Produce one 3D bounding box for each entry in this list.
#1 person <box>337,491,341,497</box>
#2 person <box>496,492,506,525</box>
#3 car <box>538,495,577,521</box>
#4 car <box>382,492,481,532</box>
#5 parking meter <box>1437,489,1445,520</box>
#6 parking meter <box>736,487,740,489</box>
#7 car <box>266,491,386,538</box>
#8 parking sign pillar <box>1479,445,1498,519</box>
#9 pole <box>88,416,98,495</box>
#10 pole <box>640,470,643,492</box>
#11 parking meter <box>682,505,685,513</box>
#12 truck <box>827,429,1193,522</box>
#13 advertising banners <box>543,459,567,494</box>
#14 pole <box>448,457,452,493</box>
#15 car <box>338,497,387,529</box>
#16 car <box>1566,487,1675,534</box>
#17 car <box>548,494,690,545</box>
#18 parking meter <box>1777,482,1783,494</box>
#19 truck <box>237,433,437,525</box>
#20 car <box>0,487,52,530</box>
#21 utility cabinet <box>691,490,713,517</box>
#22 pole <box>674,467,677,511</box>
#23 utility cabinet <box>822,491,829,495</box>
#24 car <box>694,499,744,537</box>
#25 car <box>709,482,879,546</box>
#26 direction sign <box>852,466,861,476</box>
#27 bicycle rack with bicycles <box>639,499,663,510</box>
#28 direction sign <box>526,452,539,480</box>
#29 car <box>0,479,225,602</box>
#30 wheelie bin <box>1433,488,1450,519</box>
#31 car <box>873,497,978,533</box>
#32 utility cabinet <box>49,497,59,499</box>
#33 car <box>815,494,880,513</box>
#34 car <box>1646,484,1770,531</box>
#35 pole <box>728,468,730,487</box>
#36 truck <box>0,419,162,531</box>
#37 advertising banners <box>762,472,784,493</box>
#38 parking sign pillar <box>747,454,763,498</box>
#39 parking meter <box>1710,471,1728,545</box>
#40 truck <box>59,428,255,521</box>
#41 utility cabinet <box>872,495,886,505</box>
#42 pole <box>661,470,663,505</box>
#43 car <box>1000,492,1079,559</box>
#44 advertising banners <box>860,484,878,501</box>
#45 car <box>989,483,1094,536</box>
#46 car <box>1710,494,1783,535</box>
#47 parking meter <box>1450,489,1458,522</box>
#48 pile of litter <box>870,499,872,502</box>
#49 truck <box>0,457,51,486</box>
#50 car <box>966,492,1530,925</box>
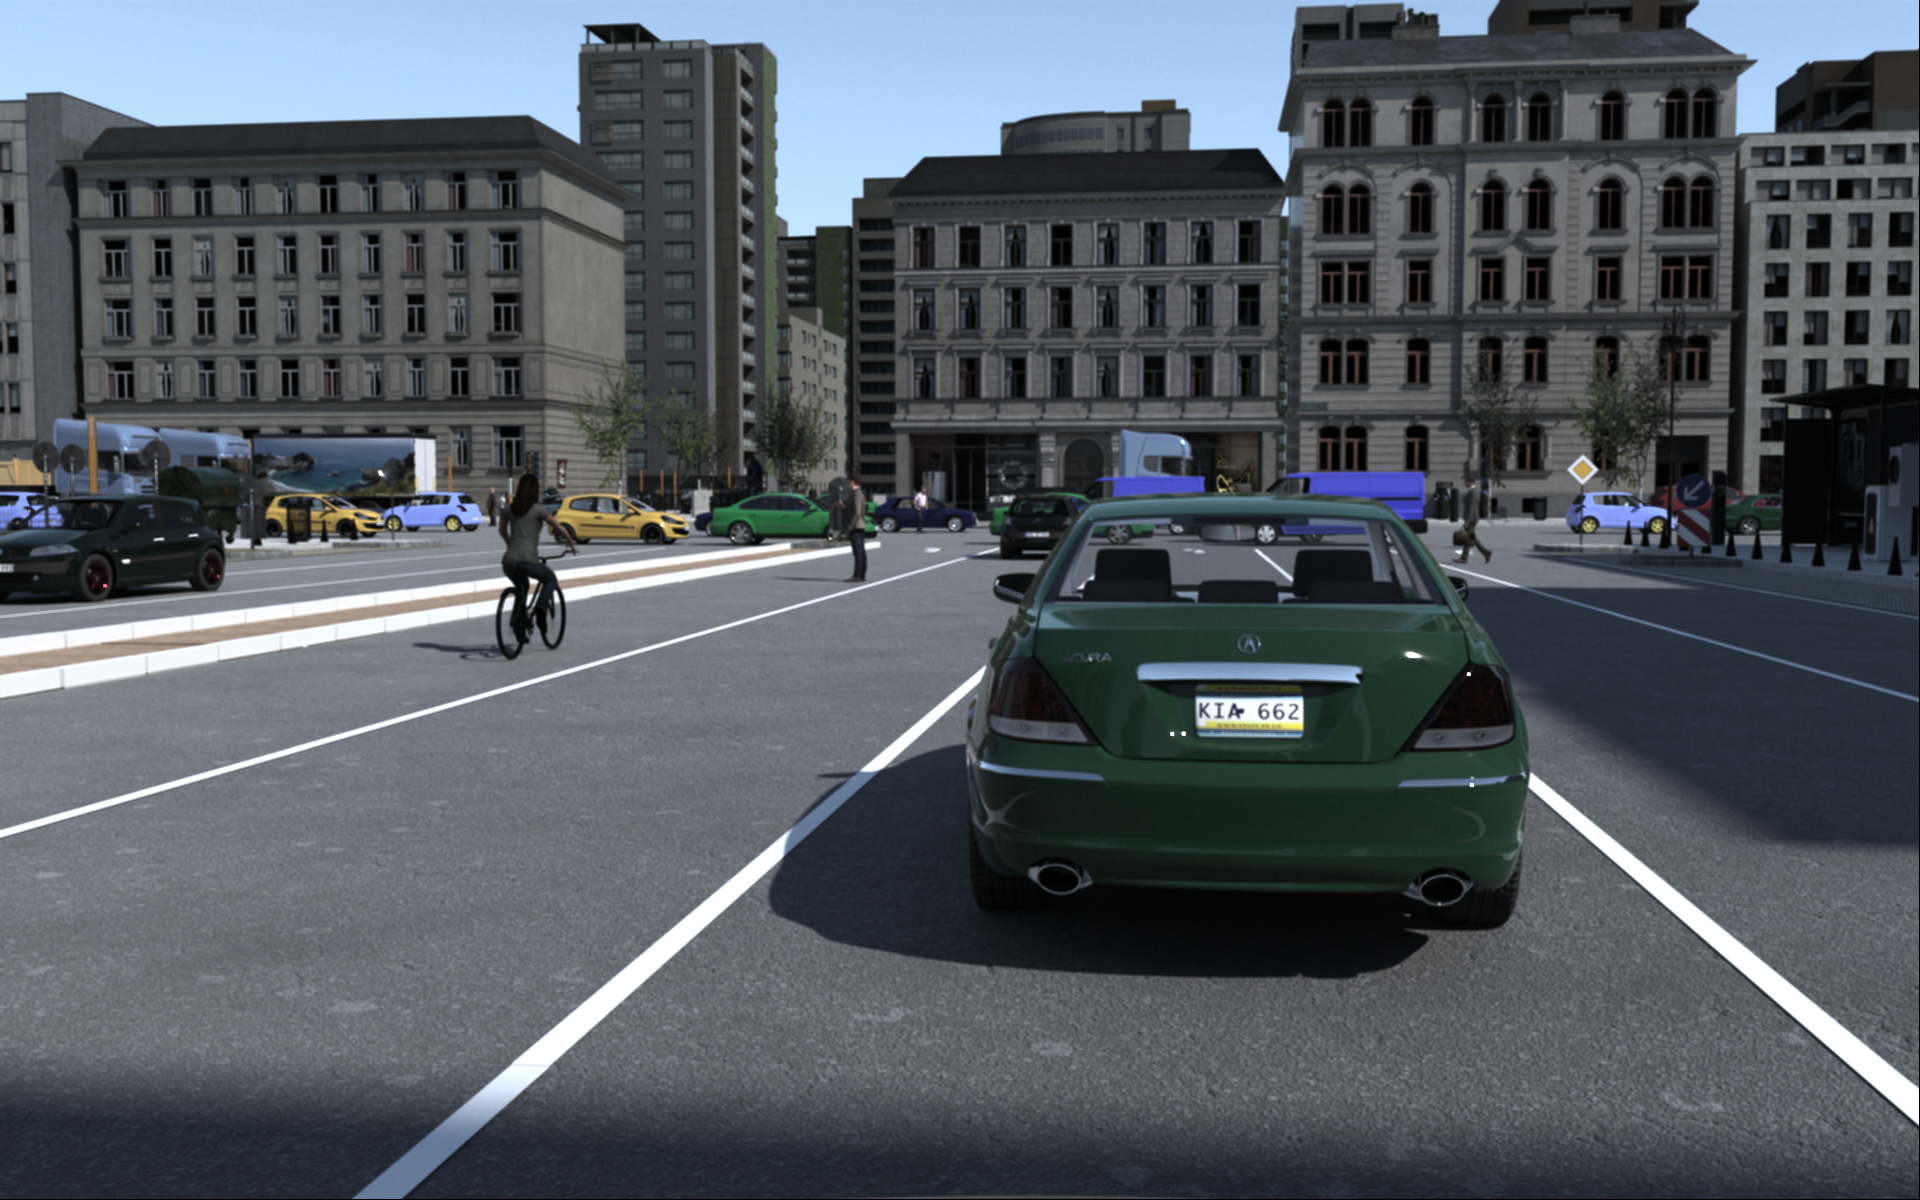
[{"bbox_3d":[-25.847,-3.756,72.175,0.482,1.546,0.388,0,4,1],"label":"person"},{"bbox_3d":[-21.519,-4.293,81.284,0.503,1.515,0.523,0,4,0],"label":"person"},{"bbox_3d":[-18.940,-4.221,81.015,4.499,1.417,2.014,1,4,9],"label":"car"},{"bbox_3d":[-20.262,-3.467,66.271,3.694,1.707,1.945,1,4,9],"label":"car"},{"bbox_3d":[24.117,-4.794,86.798,0.372,1.533,0.369,0,3,0],"label":"parking meter"},{"bbox_3d":[-18.373,-8.433,143.594,0.255,1.863,0.399,1,4,15],"label":"parking meter"},{"bbox_3d":[-21.149,-2.897,57.596,3.980,1.641,2.015,0,4,8],"label":"car"},{"bbox_3d":[27.417,-6.229,90.314,1.447,3.967,1.447,1,4,18],"label":"parking sign pillar"},{"bbox_3d":[-22.793,-3.163,45.559,0.158,3.312,0.155,0,3,0],"label":"pole"},{"bbox_3d":[-26.644,-9.233,144.802,0.158,3.312,0.155,0,3,0],"label":"pole"},{"bbox_3d":[-19.239,-6.876,120.832,0.372,1.533,0.369,0,3,0],"label":"parking meter"},{"bbox_3d":[1.155,-5.145,73.872,18.799,4.110,2.967,1,4,9],"label":"truck"},{"bbox_3d":[-20.674,-5.538,86.727,2.074,3.025,0.090,0,3,0],"label":"advertising banners"},{"bbox_3d":[-27.691,-6.130,94.072,0.158,3.312,0.155,0,3,0],"label":"pole"},{"bbox_3d":[-24.595,-3.466,69.248,3.894,1.354,1.945,1,4,9],"label":"car"},{"bbox_3d":[23.985,-3.259,62.881,3.694,1.707,1.945,0,4,7],"label":"car"},{"bbox_3d":[-9.715,-2.402,49.505,3.980,1.641,2.015,0,4,7],"label":"car"},{"bbox_3d":[38.602,-4.623,81.299,0.255,1.863,0.399,-3,4,-36],"label":"parking meter"},{"bbox_3d":[-30.378,-5.648,81.253,11.283,4.237,2.839,0,4,8],"label":"truck"},{"bbox_3d":[-32.505,-3.006,58.741,3.694,1.707,1.945,1,4,9],"label":"car"},{"bbox_3d":[-14.128,-5.277,94.963,1.173,1.500,0.318,-3,4,-39],"label":"utility cabinet"},{"bbox_3d":[-21.196,-8.257,128.841,0.158,3.312,0.155,0,3,0],"label":"pole"},{"bbox_3d":[-8.762,-6.454,114.208,0.318,1.500,1.173,1,4,15],"label":"utility cabinet"},{"bbox_3d":[-6.855,-2.773,57.916,3.894,1.354,1.945,0,4,7],"label":"car"},{"bbox_3d":[-4.640,-2.432,48.564,4.718,1.807,1.959,0,4,7],"label":"car"},{"bbox_3d":[-8.266,-8.938,138.137,0.876,3.537,0.379,-3,5,-44],"label":"direction sign"},{"bbox_3d":[-22.753,-6.870,125.710,2.852,0.926,2.925,-2,4,-24],"label":"bicycle rack with bicycles"},{"bbox_3d":[-23.248,-6.254,94.242,0.379,3.537,0.876,2,4,35],"label":"direction sign"},{"bbox_3d":[-12.057,-0.885,24.264,2.009,1.686,4.222,1,4,9],"label":"car"},{"bbox_3d":[24.827,-4.977,89.286,0.693,1.594,0.980,-2,4,-32],"label":"wheelie bin"},{"bbox_3d":[-1.283,-3.232,65.426,3.894,1.354,1.945,0,4,6],"label":"car"},{"bbox_3d":[-48.818,-5.029,93.380,0.306,1.237,1.020,2,4,24],"label":"utility cabinet"},{"bbox_3d":[-5.888,-4.266,78.546,4.718,1.807,1.959,0,4,6],"label":"car"},{"bbox_3d":[29.900,-3.661,68.532,5.304,1.827,2.281,0,4,7],"label":"car"},{"bbox_3d":[-17.728,-8.516,133.074,0.158,3.312,0.155,0,3,0],"label":"pole"},{"bbox_3d":[-37.687,-4.506,63.439,18.799,4.110,2.967,0,4,8],"label":"truck"},{"bbox_3d":[-14.615,-8.522,135.516,2.074,3.025,0.090,1,4,21],"label":"advertising banners"},{"bbox_3d":[-13.672,-7.754,115.250,1.447,3.967,1.447,-3,5,-40],"label":"parking sign pillar"},{"bbox_3d":[19.088,-2.316,43.581,0.255,1.863,0.399,0,4,7],"label":"parking meter"},{"bbox_3d":[-38.168,-5.036,72.105,18.799,4.110,2.967,0,4,6],"label":"truck"},{"bbox_3d":[-6.141,-7.372,131.697,1.020,1.237,0.306,-1,4,-18],"label":"utility cabinet"},{"bbox_3d":[-25.199,-9.341,146.567,0.158,3.312,0.155,0,3,0],"label":"pole"},{"bbox_3d":[1.918,-1.807,39.326,2.009,1.686,4.222,0,4,7],"label":"car"},{"bbox_3d":[-7.765,-9.064,144.385,2.074,3.025,0.090,-1,4,-9],"label":"advertising banners"},{"bbox_3d":[3.188,-2.480,49.342,4.718,1.807,1.959,0,4,8],"label":"car"},{"bbox_3d":[28.807,-2.989,60.667,4.920,1.459,2.131,0,4,8],"label":"car"},{"bbox_3d":[22.655,-4.343,79.424,0.372,1.533,0.369,0,3,0],"label":"parking meter"},{"bbox_3d":[-7.333,-7.864,142.544,1.719,0.858,1.176,0,4,-1],"label":"pile of litter"},{"bbox_3d":[-48.783,-5.323,82.948,9.791,3.379,3.469,0,4,7],"label":"truck"},{"bbox_3d":[1.132,0.277,7.276,2.131,1.459,4.920,0,4,7],"label":"car"}]
